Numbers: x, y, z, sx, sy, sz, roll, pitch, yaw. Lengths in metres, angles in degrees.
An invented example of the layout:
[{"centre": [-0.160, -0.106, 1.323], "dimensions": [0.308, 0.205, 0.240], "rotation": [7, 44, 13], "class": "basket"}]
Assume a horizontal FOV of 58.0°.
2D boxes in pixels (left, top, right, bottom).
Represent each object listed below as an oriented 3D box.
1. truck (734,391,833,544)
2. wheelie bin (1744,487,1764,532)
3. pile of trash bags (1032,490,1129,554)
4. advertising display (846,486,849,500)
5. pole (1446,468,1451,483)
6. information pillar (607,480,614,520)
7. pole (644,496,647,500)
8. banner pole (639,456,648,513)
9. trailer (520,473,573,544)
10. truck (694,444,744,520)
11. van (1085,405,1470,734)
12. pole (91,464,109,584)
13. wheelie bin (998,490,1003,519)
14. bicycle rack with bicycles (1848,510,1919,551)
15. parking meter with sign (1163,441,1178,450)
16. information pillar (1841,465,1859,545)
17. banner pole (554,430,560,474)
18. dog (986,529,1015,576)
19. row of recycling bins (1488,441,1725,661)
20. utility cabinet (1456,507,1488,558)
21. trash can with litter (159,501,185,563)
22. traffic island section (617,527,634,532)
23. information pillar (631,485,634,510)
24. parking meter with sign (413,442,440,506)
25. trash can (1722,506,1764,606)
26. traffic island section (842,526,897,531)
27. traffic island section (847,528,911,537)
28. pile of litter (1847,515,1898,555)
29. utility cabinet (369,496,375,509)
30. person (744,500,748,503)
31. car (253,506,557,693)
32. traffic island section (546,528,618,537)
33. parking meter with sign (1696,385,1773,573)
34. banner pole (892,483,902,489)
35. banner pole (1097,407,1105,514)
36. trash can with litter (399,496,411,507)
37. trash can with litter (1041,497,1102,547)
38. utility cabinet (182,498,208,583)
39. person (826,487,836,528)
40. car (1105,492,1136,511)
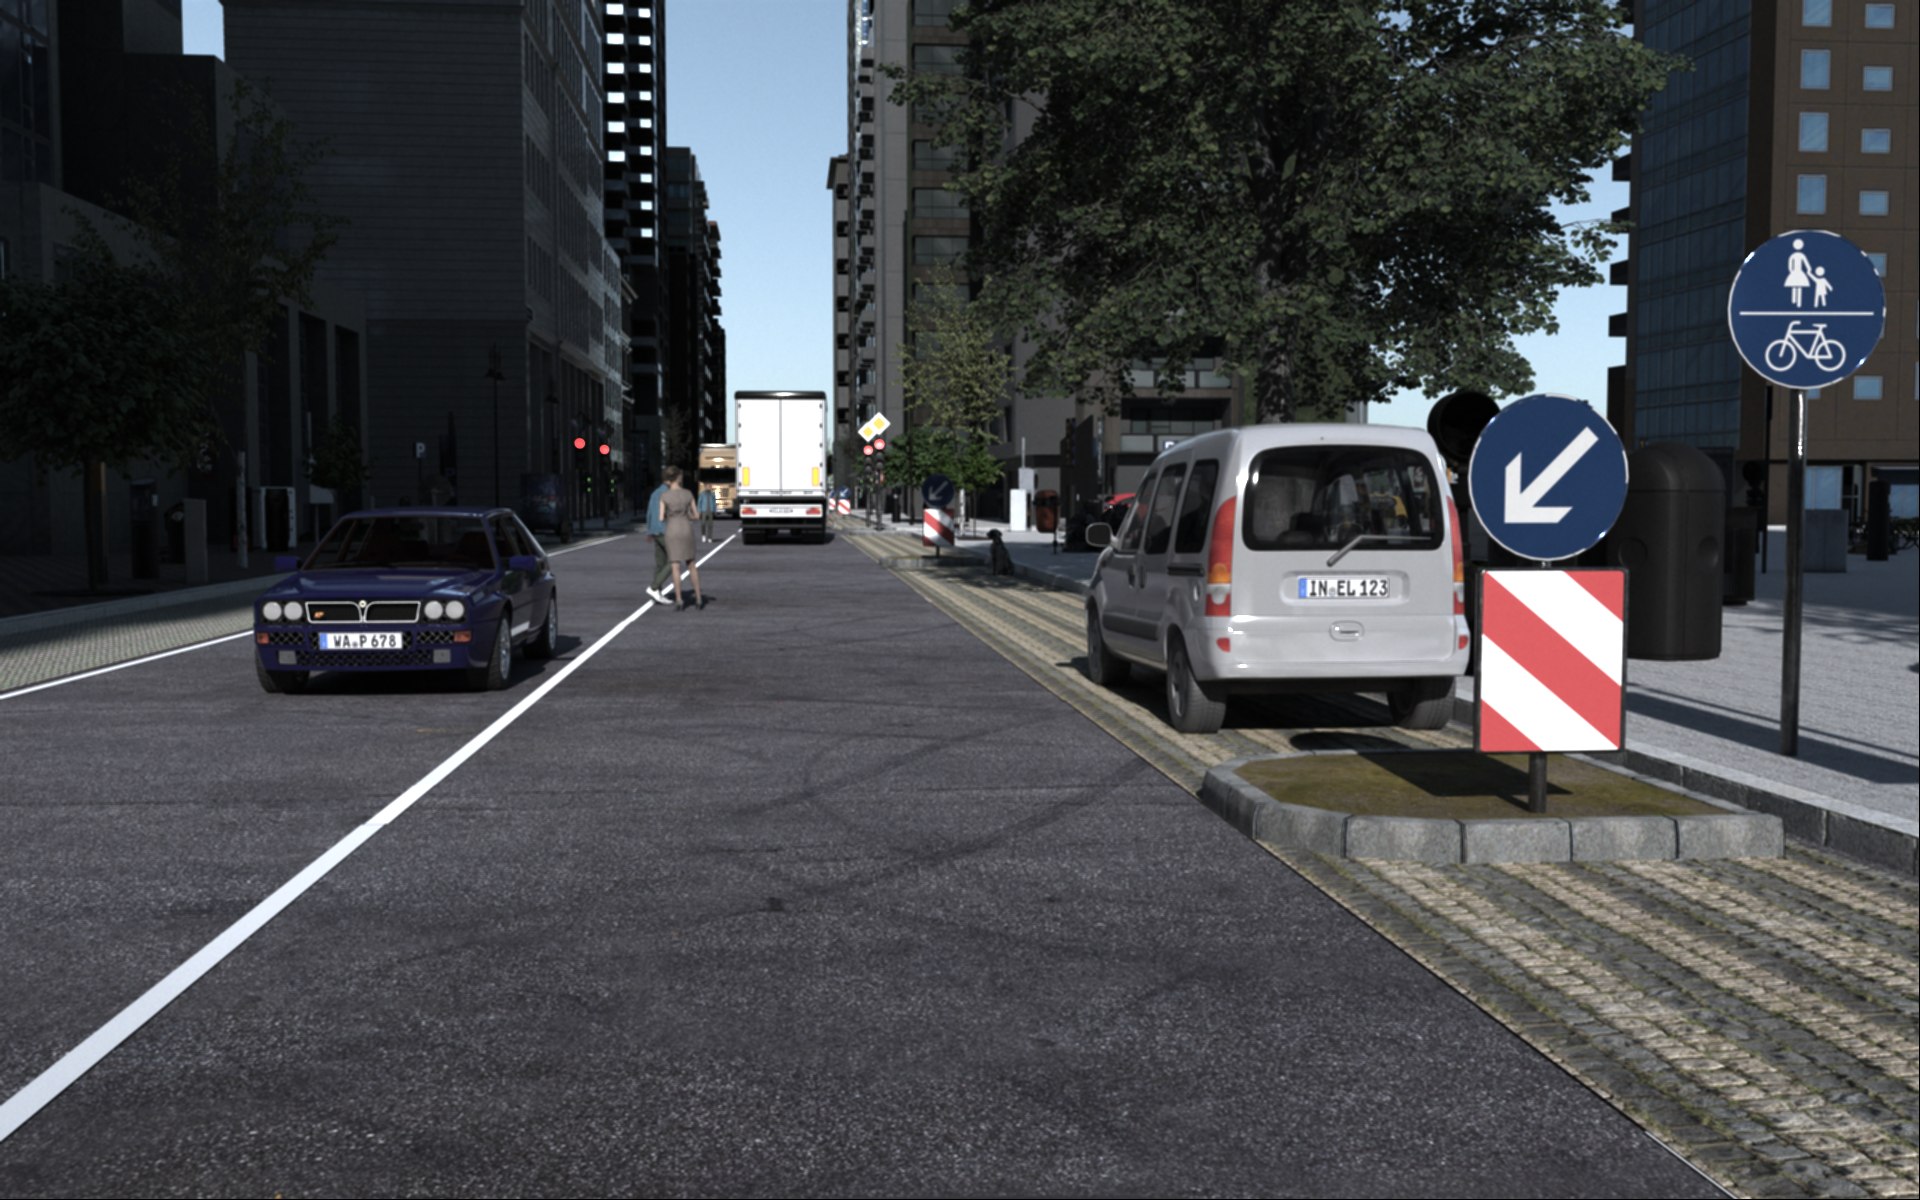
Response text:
[{"centre": [-5.290, -3.905, 52.754], "dimensions": [2.839, 4.237, 11.283], "rotation": [0, 4, -4], "class": "truck"}, {"centre": [27.321, -3.156, 59.516], "dimensions": [0.693, 1.594, 0.980], "rotation": [1, 4, 16], "class": "wheelie bin"}, {"centre": [2.975, -1.723, 37.931], "dimensions": [3.447, 1.369, 1.912], "rotation": [-3, 4, -39], "class": "pile of trash bags"}, {"centre": [-8.965, -8.133, 138.184], "dimensions": [0.123, 1.923, 0.974], "rotation": [-1, 4, -14], "class": "advertising display"}, {"centre": [21.775, -5.099, 77.208], "dimensions": [0.158, 3.312, 0.155], "rotation": [0, 3, 0], "class": "pole"}, {"centre": [-17.209, -4.931, 85.111], "dimensions": [0.304, 2.012, 0.304], "rotation": [3, 4, 37], "class": "information pillar"}, {"centre": [-23.220, -8.207, 128.024], "dimensions": [0.158, 3.312, 0.155], "rotation": [0, 3, 0], "class": "pole"}, {"centre": [-20.972, -7.626, 114.700], "dimensions": [0.863, 3.779, 0.401], "rotation": [2, 4, 28], "class": "banner pole"}, {"centre": [-11.801, -2.554, 48.808], "dimensions": [1.471, 1.999, 3.904], "rotation": [0, 4, -7], "class": "trailer"}, {"centre": [-13.612, -6.750, 99.271], "dimensions": [2.839, 4.237, 11.283], "rotation": [0, 4, -6], "class": "truck"}, {"centre": [1.954, -0.289, 11.739], "dimensions": [2.013, 2.044, 4.112], "rotation": [0, 4, -6], "class": "van"}, {"centre": [-12.295, -1.887, 24.690], "dimensions": [0.158, 3.312, 0.155], "rotation": [0, 3, 0], "class": "pole"}, {"centre": [2.302, -4.891, 87.871], "dimensions": [0.693, 1.594, 0.980], "rotation": [1, 4, 16], "class": "wheelie bin"}, {"centre": [21.221, -1.635, 40.111], "dimensions": [2.852, 0.926, 2.925], "rotation": [-3, 5, -42], "class": "bicycle rack with bicycles"}, {"centre": [7.412, -3.725, 57.166], "dimensions": [0.543, 3.016, 1.738], "rotation": [3, 5, 41], "class": "parking meter with sign"}, {"centre": [22.326, -2.384, 43.470], "dimensions": [0.304, 2.012, 0.304], "rotation": [-3, 5, -41], "class": "information pillar"}, {"centre": [-15.896, -4.788, 68.296], "dimensions": [0.401, 3.779, 0.863], "rotation": [-3, 4, -36], "class": "banner pole"}, {"centre": [0.703, -0.823, 30.286], "dimensions": [0.513, 0.831, 0.800], "rotation": [0, 4, 3], "class": "dog"}, {"centre": [5.460, -0.481, 14.980], "dimensions": [1.069, 1.692, 3.534], "rotation": [0, 4, -2], "class": "row of recycling bins"}, {"centre": [10.403, -1.589, 34.665], "dimensions": [0.318, 1.500, 1.173], "rotation": [-1, 4, -19], "class": "utility cabinet"}, {"centre": [-14.642, -1.269, 32.136], "dimensions": [1.055, 1.170, 0.624], "rotation": [2, 4, 26], "class": "trash can with litter"}, {"centre": [-13.595, -2.702, 66.461], "dimensions": [2.009, 0.180, 2.903], "rotation": [0, 4, -6], "class": "traffic island section"}, {"centre": [-26.372, -8.234, 139.119], "dimensions": [0.304, 2.012, 0.304], "rotation": [-1, 4, -15], "class": "information pillar"}, {"centre": [-17.350, -3.765, 57.825], "dimensions": [1.738, 3.016, 0.543], "rotation": [1, 4, 22], "class": "parking meter with sign"}, {"centre": [8.866, -0.512, 20.025], "dimensions": [0.748, 1.137, 0.748], "rotation": [0, 3, 0], "class": "trash can"}, {"centre": [-3.553, -2.764, 67.464], "dimensions": [2.009, 0.180, 2.903], "rotation": [0, 4, -6], "class": "traffic island section"}, {"centre": [-2.752, -2.278, 59.519], "dimensions": [2.009, 0.180, 2.903], "rotation": [0, 4, -6], "class": "traffic island section"}, {"centre": [19.532, -1.417, 37.137], "dimensions": [1.719, 0.858, 1.176], "rotation": [-3, 5, -44], "class": "pile of litter"}, {"centre": [-42.755, -7.032, 126.137], "dimensions": [0.306, 1.237, 1.020], "rotation": [-1, 4, -19], "class": "utility cabinet"}, {"centre": [-17.488, -8.090, 140.867], "dimensions": [0.778, 1.811, 0.616], "rotation": [-3, 4, -37], "class": "person"}, {"centre": [-4.281, -0.072, 13.761], "dimensions": [1.945, 1.354, 3.894], "rotation": [0, 4, -5], "class": "car"}, {"centre": [-12.794, -2.216, 58.516], "dimensions": [2.009, 0.180, 2.903], "rotation": [0, 4, -6], "class": "traffic island section"}, {"centre": [12.245, -1.956, 28.248], "dimensions": [1.738, 3.016, 0.543], "rotation": [1, 4, 23], "class": "parking meter with sign"}, {"centre": [-4.233, -7.620, 114.596], "dimensions": [0.863, 3.779, 0.401], "rotation": [-1, 4, -21], "class": "banner pole"}, {"centre": [4.066, -3.660, 49.853], "dimensions": [0.401, 3.779, 0.863], "rotation": [1, 4, 21], "class": "banner pole"}, {"centre": [-17.333, -2.573, 53.123], "dimensions": [1.678, 1.210, 2.233], "rotation": [1, 4, 15], "class": "trash can with litter"}, {"centre": [2.877, -1.934, 42.682], "dimensions": [2.233, 1.210, 1.678], "rotation": [-2, 4, -27], "class": "trash can with litter"}, {"centre": [-11.228, -0.874, 25.454], "dimensions": [0.306, 1.237, 1.020], "rotation": [-1, 4, -22], "class": "utility cabinet"}, {"centre": [-5.436, -3.770, 70.893], "dimensions": [0.466, 1.731, 0.760], "rotation": [3, 5, 43], "class": "person"}, {"centre": [7.278, -3.437, 65.232], "dimensions": [4.494, 1.783, 2.155], "rotation": [0, 4, -6], "class": "car"}]
